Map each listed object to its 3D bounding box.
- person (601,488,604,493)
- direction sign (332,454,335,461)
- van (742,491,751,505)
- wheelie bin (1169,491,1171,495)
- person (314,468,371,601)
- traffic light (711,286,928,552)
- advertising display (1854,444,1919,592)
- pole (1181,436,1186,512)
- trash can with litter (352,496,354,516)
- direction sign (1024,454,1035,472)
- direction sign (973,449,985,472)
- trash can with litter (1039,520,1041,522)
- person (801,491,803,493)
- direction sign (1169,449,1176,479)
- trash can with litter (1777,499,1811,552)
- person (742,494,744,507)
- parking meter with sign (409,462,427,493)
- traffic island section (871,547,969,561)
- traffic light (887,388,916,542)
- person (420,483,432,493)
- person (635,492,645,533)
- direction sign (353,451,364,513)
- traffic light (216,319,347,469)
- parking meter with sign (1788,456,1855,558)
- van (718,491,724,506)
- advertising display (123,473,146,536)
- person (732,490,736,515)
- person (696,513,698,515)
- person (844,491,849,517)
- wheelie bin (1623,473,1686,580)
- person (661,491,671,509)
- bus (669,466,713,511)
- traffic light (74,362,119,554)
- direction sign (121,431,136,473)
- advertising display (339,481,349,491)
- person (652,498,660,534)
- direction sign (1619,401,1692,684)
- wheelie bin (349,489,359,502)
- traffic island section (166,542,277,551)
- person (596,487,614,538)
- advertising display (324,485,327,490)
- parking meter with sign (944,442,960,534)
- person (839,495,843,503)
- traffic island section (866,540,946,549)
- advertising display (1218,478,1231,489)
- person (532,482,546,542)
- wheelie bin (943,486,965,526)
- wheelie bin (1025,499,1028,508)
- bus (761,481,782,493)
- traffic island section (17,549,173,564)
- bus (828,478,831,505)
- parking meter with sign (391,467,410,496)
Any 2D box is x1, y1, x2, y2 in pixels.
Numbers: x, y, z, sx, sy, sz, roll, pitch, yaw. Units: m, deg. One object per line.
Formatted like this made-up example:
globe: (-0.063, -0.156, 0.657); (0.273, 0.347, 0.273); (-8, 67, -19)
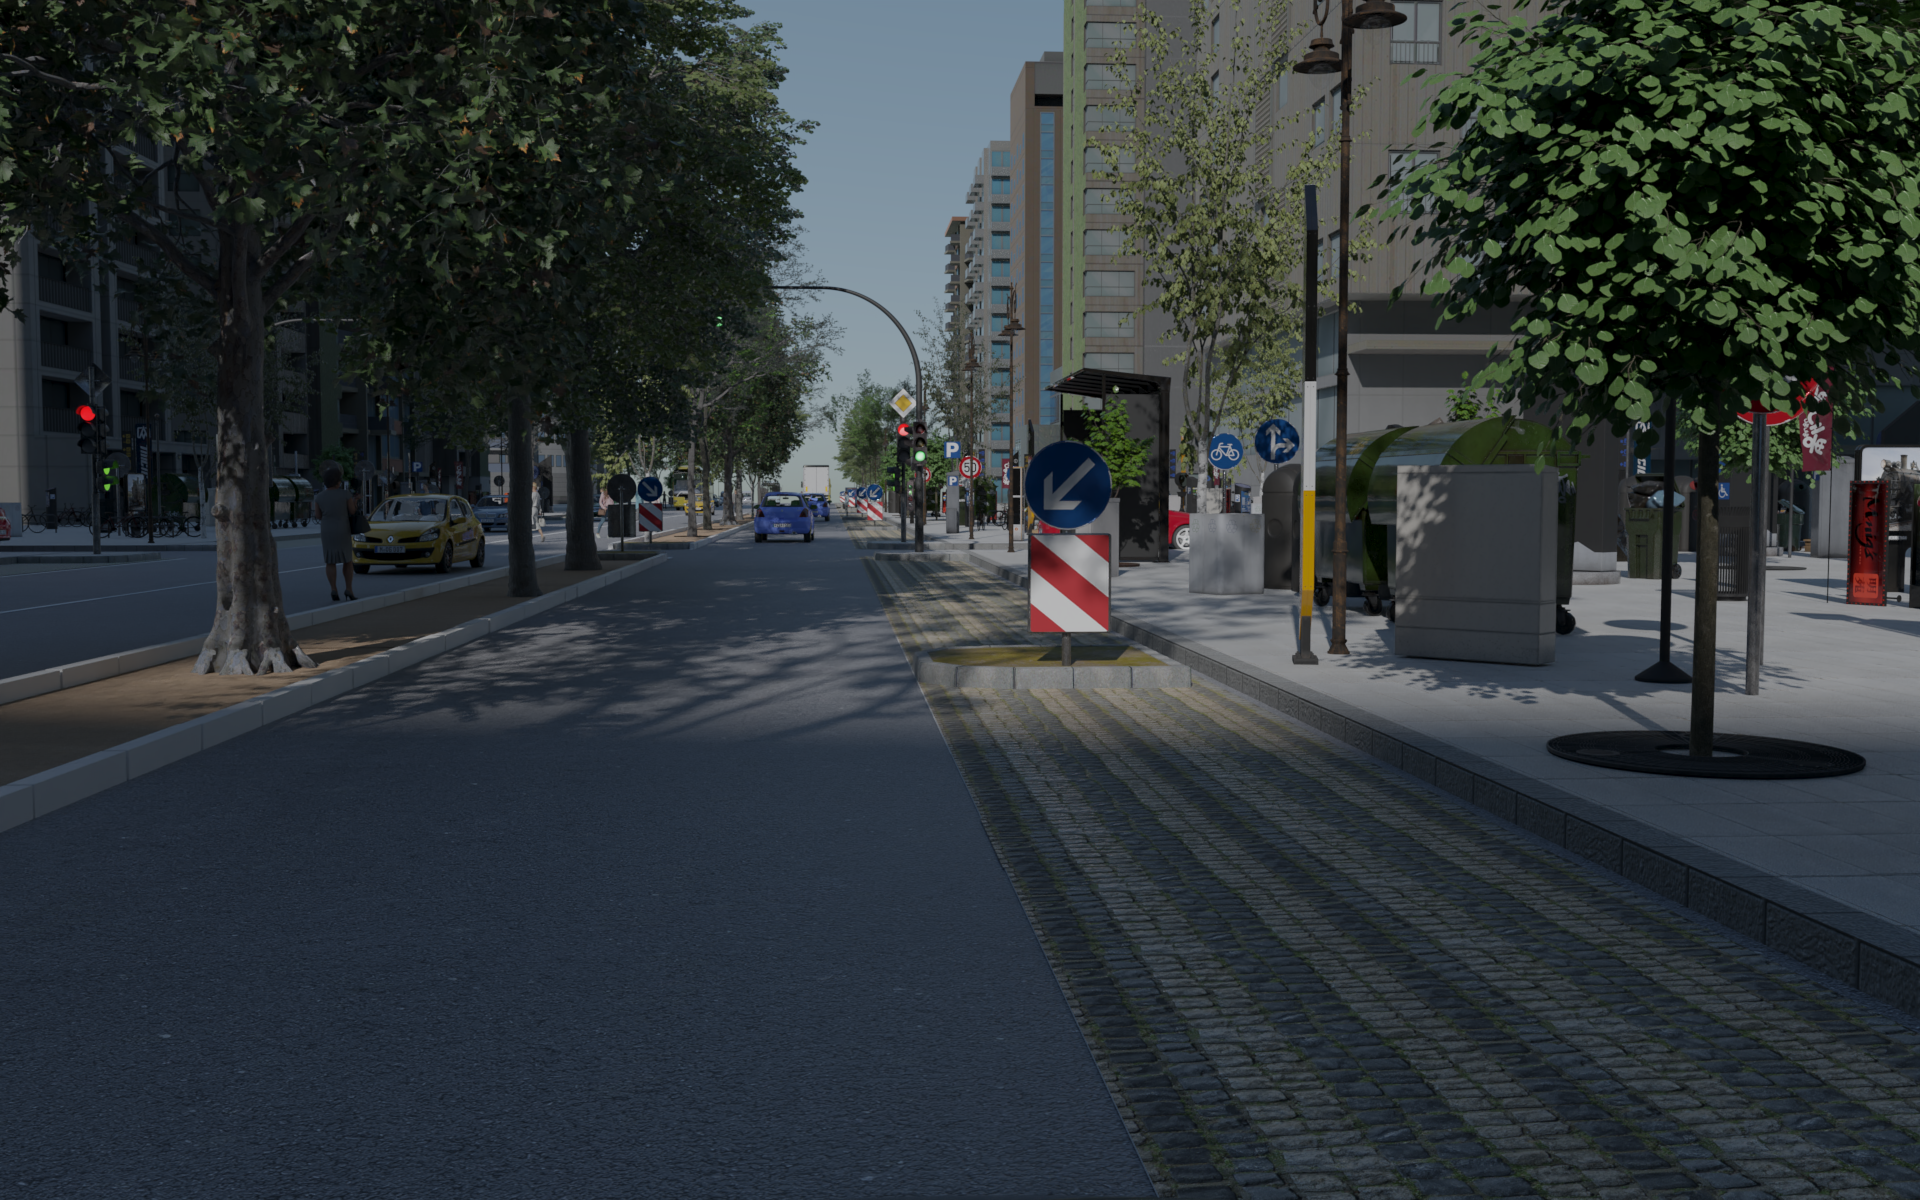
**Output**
person: (-23.024, -6.245, 110.872); (0.573, 1.790, 0.520); (-2, 4, -28)
direction sign: (-35.722, -6.536, 98.857); (0.379, 3.537, 0.876); (-2, 4, -27)
van: (-28.658, -13.800, 232.637); (2.013, 2.044, 4.112); (0, 4, -5)
wheelie bin: (9.894, -4.676, 84.367); (0.693, 1.594, 0.980); (1, 4, 22)
person: (-8.293, -0.886, 23.342); (0.716, 1.782, 0.532); (0, 4, -5)
traffic light: (-3.006, -3.864, 37.847); (4.771, 5.953, 1.251); (0, 4, -4)
advertising display: (12.147, -1.063, 22.597); (0.974, 1.923, 0.123); (0, 4, -4)
pole: (7.529, -3.945, 58.337); (0.158, 3.312, 0.155); (0, 3, 0)
trash can with litter: (-31.222, -4.710, 88.065); (1.678, 1.210, 2.233); (0, 4, 2)
direction sign: (3.933, -6.487, 98.062); (0.379, 3.537, 0.876); (3, 5, 45)
direction sign: (0.848, -5.815, 87.074); (0.876, 3.537, 0.379); (2, 4, 23)
trash can with litter: (3.264, -3.394, 66.878); (0.624, 1.170, 1.055); (1, 4, 12)
person: (-14.751, -9.313, 161.700); (0.436, 1.711, 0.756); (-3, 5, -40)
direction sign: (10.527, -5.850, 87.651); (0.876, 3.537, 0.379); (3, 4, 37)
trash can with litter: (18.755, -1.665, 38.609); (1.055, 1.170, 0.624); (3, 5, 44)
person: (-24.175, -11.198, 191.678); (0.705, 1.812, 1.348); (1, 4, 11)
parking meter with sign: (-28.949, -5.921, 93.073); (0.543, 3.016, 1.738); (-2, 4, -31)
traffic island section: (-0.886, -0.977, 38.261); (2.009, 0.180, 2.903); (0, 4, -4)
traffic light: (-1.524, -3.498, 46.107); (0.839, 4.253, 0.868); (0, 4, -4)
person: (-18.741, -3.199, 60.828); (0.581, 1.822, 0.654); (-1, 4, -15)
person: (-11.840, -3.383, 63.676); (0.748, 1.841, 0.638); (0, 4, -3)
direction sign: (-31.336, -6.017, 90.370); (0.876, 3.537, 0.379); (2, 4, 35)
traffic light: (-16.906, -4.300, 44.975); (4.771, 5.953, 1.251); (0, 4, -4)
parking meter with sign: (17.511, -2.350, 34.677); (1.738, 3.016, 0.543); (0, 4, 5)
van: (-28.816, -12.635, 213.595); (2.013, 2.044, 4.112); (0, 4, -5)
advertising display: (-25.245, -2.923, 53.003); (0.123, 1.923, 0.974); (0, 4, 5)
person: (-15.146, -6.658, 117.544); (0.709, 1.800, 0.728); (-1, 4, -23)
person: (-18.220, -6.624, 118.617); (0.589, 1.601, 0.330); (1, 4, 15)
person: (-7.024, -5.923, 107.146); (0.330, 1.601, 0.589); (0, 4, 5)
wheelie bin: (10.504, -1.119, 26.200); (0.693, 1.594, 0.980); (-2, 4, -33)
person: (-28.309, -9.588, 165.979); (1.217, 1.735, 0.721); (-2, 4, -24)
bus: (-23.568, -9.870, 152.928); (2.896, 3.916, 12.252); (0, 4, -4)
traffic light: (-18.387, -2.930, 36.822); (0.839, 4.253, 0.868); (0, 4, -4)
direction sign: (-29.541, -4.284, 62.033); (0.876, 3.537, 0.379); (0, 4, 0)
advertising display: (-29.593, -4.784, 83.436); (0.123, 1.923, 0.974); (0, 4, -7)
person: (-10.981, -3.250, 62.308); (0.731, 1.740, 0.598); (2, 4, 27)
direction sign: (4.831, -1.210, 11.775); (0.379, 3.537, 0.876); (3, 5, 43)
wheelie bin: (-41.574, -6.772, 118.632); (0.693, 1.594, 0.980); (2, 4, 23)
traffic island section: (-19.026, -1.384, 44.916); (2.009, 0.180, 2.903); (0, 4, -4)
person: (-11.578, -2.899, 56.493); (0.643, 1.750, 0.593); (3, 5, 45)
advertising display: (-35.230, -5.633, 97.320); (0.974, 1.923, 0.123); (0, 4, -5)
parking meter with sign: (-0.255, -3.705, 56.840); (0.543, 3.016, 1.738); (0, 3, 0)
person: (-18.217, -15.952, 269.274); (1.348, 1.831, 0.705); (2, 4, 34)
traffic island section: (-1.484, -1.464, 46.224); (2.009, 0.180, 2.903); (0, 4, -4)
advertising display: (10.705, -3.964, 70.031); (0.123, 1.923, 0.974); (2, 4, 34)
person: (-12.603, -2.594, 51.262); (0.624, 1.780, 0.694); (2, 4, 28)
wheelie bin: (-0.116, -3.820, 70.371); (0.980, 1.594, 0.693); (-2, 4, -29)
wheelie bin: (2.517, -3.884, 71.418); (0.980, 1.594, 0.693); (-3, 5, -44)
bus: (-25.825, -14.769, 236.334); (2.948, 3.499, 13.247); (0, 4, -6)
traffic island section: (-18.428, -0.897, 36.953); (2.009, 0.180, 2.903); (0, 4, -4)
bus: (-18.685, -14.749, 232.692); (2.896, 3.916, 12.252); (0, 4, -5)
parking meter with sign: (-35.229, -6.970, 110.224); (1.738, 3.016, 0.543); (-1, 4, -14)
